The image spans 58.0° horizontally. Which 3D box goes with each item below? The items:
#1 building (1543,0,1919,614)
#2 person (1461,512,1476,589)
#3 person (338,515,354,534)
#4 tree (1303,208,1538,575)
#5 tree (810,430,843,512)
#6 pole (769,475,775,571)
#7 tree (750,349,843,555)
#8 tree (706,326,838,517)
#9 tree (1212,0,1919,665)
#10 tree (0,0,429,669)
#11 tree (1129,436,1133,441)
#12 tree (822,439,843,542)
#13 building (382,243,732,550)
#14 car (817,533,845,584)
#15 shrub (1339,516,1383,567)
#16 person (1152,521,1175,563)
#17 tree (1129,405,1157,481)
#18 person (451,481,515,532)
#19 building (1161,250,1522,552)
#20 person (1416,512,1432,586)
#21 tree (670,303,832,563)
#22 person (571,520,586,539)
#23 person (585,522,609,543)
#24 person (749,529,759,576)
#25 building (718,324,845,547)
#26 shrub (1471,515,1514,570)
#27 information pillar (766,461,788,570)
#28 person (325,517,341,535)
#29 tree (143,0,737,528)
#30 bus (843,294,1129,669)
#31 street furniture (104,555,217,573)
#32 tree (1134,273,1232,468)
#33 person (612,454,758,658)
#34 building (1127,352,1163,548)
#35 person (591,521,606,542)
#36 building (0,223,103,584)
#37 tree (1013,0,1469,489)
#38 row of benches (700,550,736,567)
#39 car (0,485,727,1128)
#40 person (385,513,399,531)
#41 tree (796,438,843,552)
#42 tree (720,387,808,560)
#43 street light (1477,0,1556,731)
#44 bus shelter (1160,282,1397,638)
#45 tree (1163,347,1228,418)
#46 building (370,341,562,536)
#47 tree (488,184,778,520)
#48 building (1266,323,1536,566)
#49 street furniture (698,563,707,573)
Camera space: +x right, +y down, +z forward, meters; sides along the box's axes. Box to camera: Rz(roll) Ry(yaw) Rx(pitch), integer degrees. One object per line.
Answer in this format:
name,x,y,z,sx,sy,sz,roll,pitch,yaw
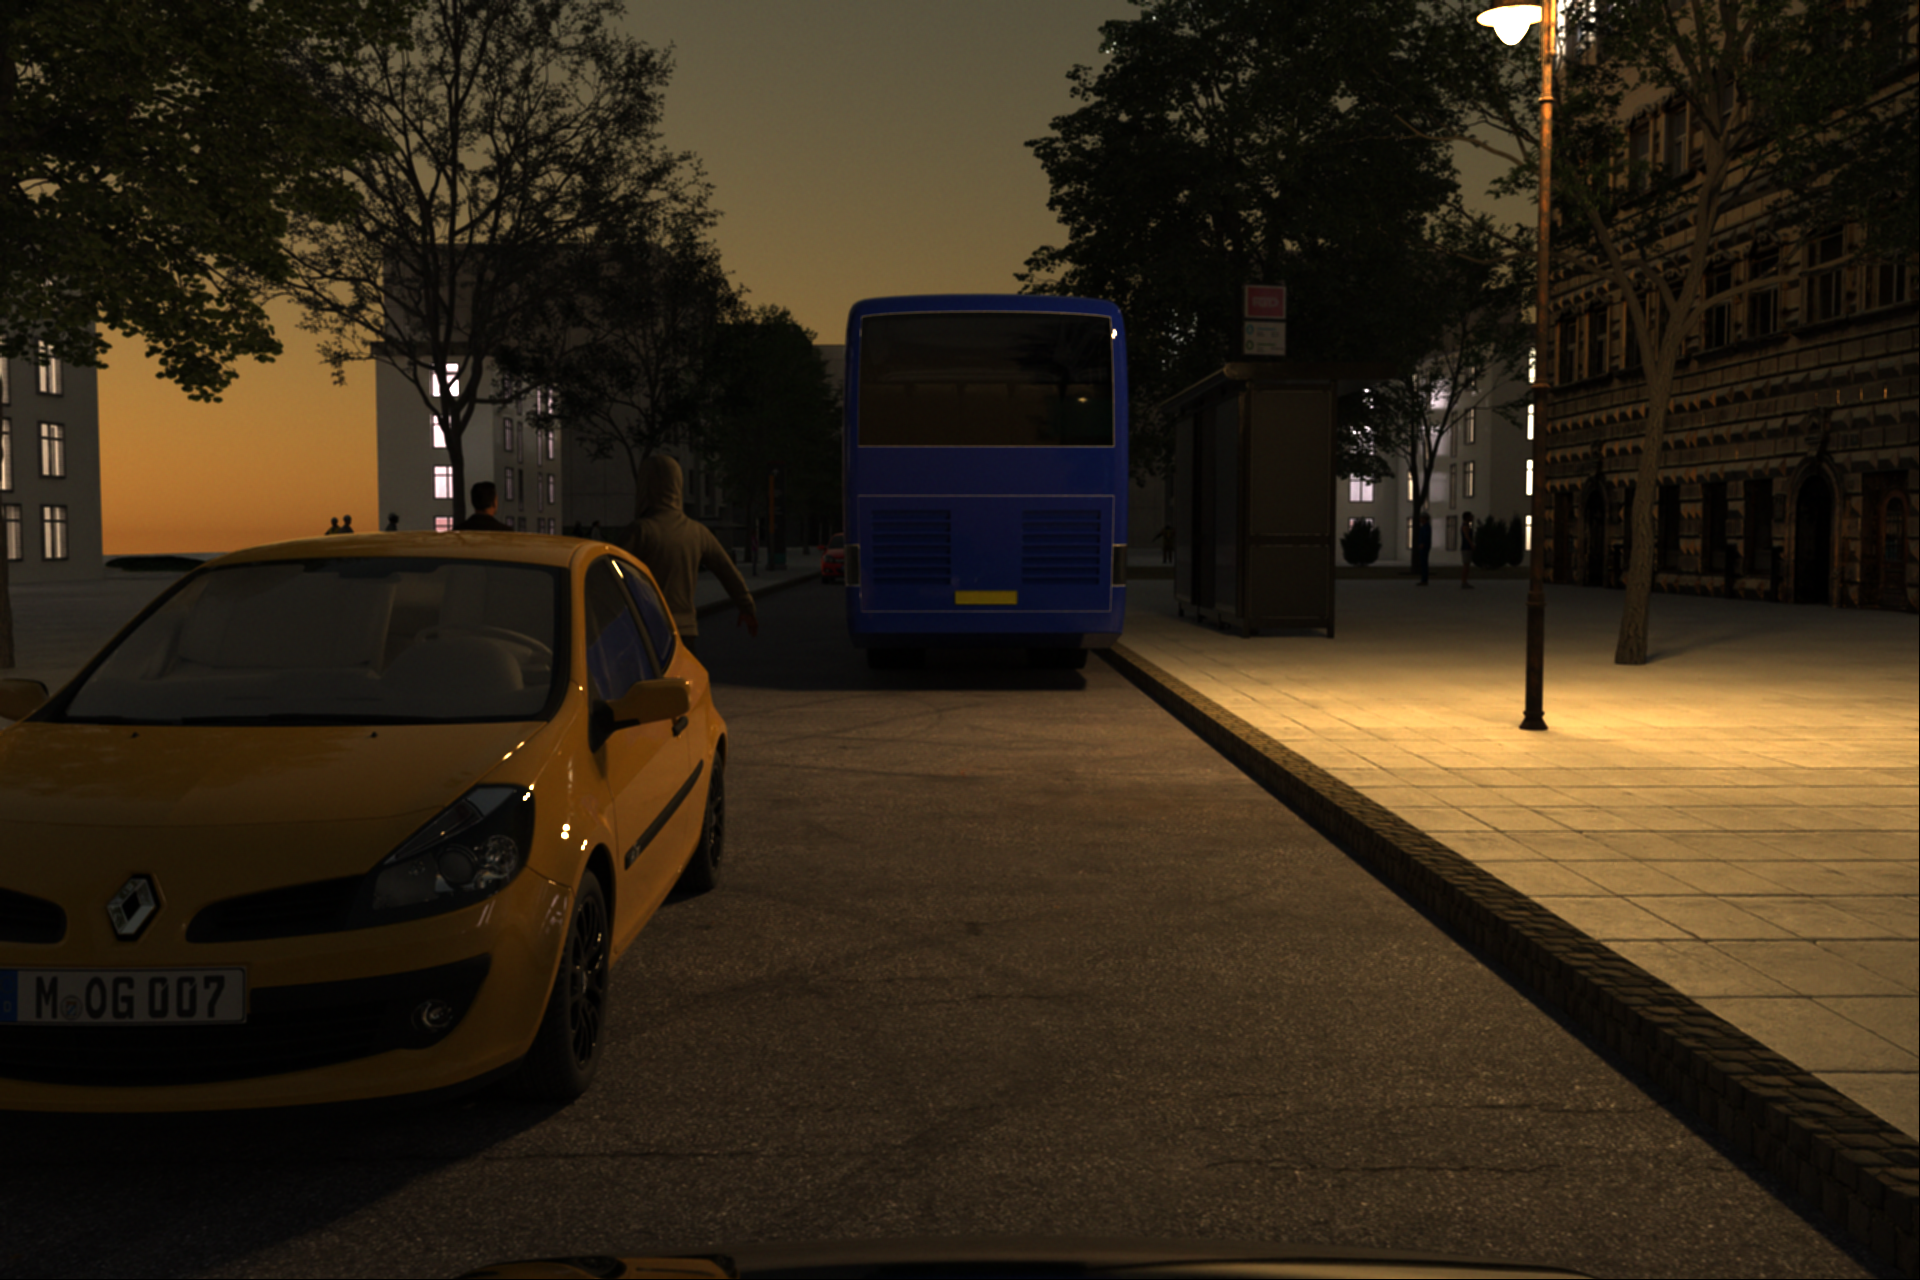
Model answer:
building,24.411,-12.518,35.606,19.493,23.208,18.063,0,4,0
person,11.964,-2.118,40.798,0.704,1.807,1.345,1,4,11
person,-18.222,-2.799,51.619,0.705,1.847,1.347,1,4,13
tree,14.584,-7.872,54.460,9.928,11.665,9.643,0,3,0
tree,-10.135,-13.275,151.451,7.601,10.594,8.767,-2,4,-24
pole,-6.509,-4.042,59.936,0.158,3.312,0.155,0,3,0
tree,-9.523,-11.493,106.034,7.486,12.596,7.792,0,3,0
tree,-10.277,-10.742,93.764,7.486,12.596,7.792,0,3,0
tree,6.638,-5.016,16.424,8.767,10.594,7.601,0,4,-7
tree,-8.943,-6.014,16.448,7.486,12.596,7.792,0,3,0
tree,5.634,-7.703,76.309,4.737,8.622,4.395,0,3,0
tree,-9.572,-11.032,130.741,4.737,8.622,4.395,0,3,0
building,-26.563,-15.588,121.322,16.747,18.905,31.486,0,4,0
car,-3.114,-2.575,51.138,2.155,1.783,4.494,0,4,-1
shrub,15.781,-3.897,68.139,1.690,2.028,1.600,0,3,0
person,9.187,-4.333,76.621,1.354,1.858,0.705,0,4,0
tree,5.979,-9.441,88.771,8.767,10.594,7.601,0,4,0
person,-3.408,-0.240,12.515,1.346,1.812,0.704,1,4,11
building,24.061,-15.302,116.649,16.747,18.905,31.486,0,4,-1
person,11.571,-2.286,43.260,0.705,1.842,1.347,1,4,13
tree,-9.324,-9.261,77.173,9.928,11.665,9.643,0,3,0
person,-16.002,-4.093,72.694,0.705,1.856,1.354,1,4,15
person,-16.096,-4.288,76.333,1.346,1.802,0.704,1,4,22
person,-6.218,-2.675,53.004,0.599,1.433,0.991,0,4,-7
building,-26.392,-20.848,184.841,27.936,21.610,32.646,0,4,0
shrub,19.144,-3.548,62.427,1.690,2.028,1.600,0,3,0
information pillar,-6.533,-4.424,61.712,0.750,3.857,0.750,0,4,-1
person,-20.773,-3.153,57.518,1.349,1.833,0.705,1,4,22
tree,-9.313,-7.428,31.822,12.009,13.543,11.850,0,3,0
bus,0.131,-1.818,21.278,2.896,3.916,12.251,0,4,-1
street furniture,-27.555,-2.849,62.203,5.734,0.657,10.072,-2,4,-26
tree,6.200,-5.940,47.474,4.360,8.622,3.978,0,3,0
person,-1.464,0.011,8.400,0.705,1.813,1.348,3,5,43
building,22.254,-19.002,177.144,16.747,18.905,31.486,0,3,0
person,-14.295,-3.801,68.335,0.705,1.806,1.347,0,4,8
building,-25.268,-5.706,35.443,9.099,9.664,28.070,0,4,0
tree,5.864,-7.890,35.652,9.857,13.997,8.962,0,3,0
row of benches,-9.733,-2.973,64.064,1.422,0.672,4.104,2,4,33
car,-1.797,0.283,5.597,2.015,1.641,3.980,0,4,-1
person,-15.171,-2.483,46.444,0.704,1.849,1.345,-2,4,-32
tree,-9.780,-10.418,120.689,4.360,8.622,3.978,0,3,0
tree,-10.133,-8.202,84.465,4.360,8.622,3.978,0,3,0
street light,3.773,-2.350,11.215,0.468,5.910,1.993,0,3,0
bus shelter,4.220,-2.922,25.400,2.179,5.291,8.768,0,4,-1
tree,9.040,-6.935,63.743,4.360,8.622,3.978,0,3,0
building,-25.036,-9.018,89.587,9.099,9.664,28.070,0,4,-1
tree,-8.894,-6.874,46.810,8.767,10.594,7.601,0,4,3
building,21.654,-8.620,83.078,9.099,9.664,28.070,0,4,-1
street furniture,-10.578,-2.317,53.510,5.734,0.657,10.072,0,4,-2
